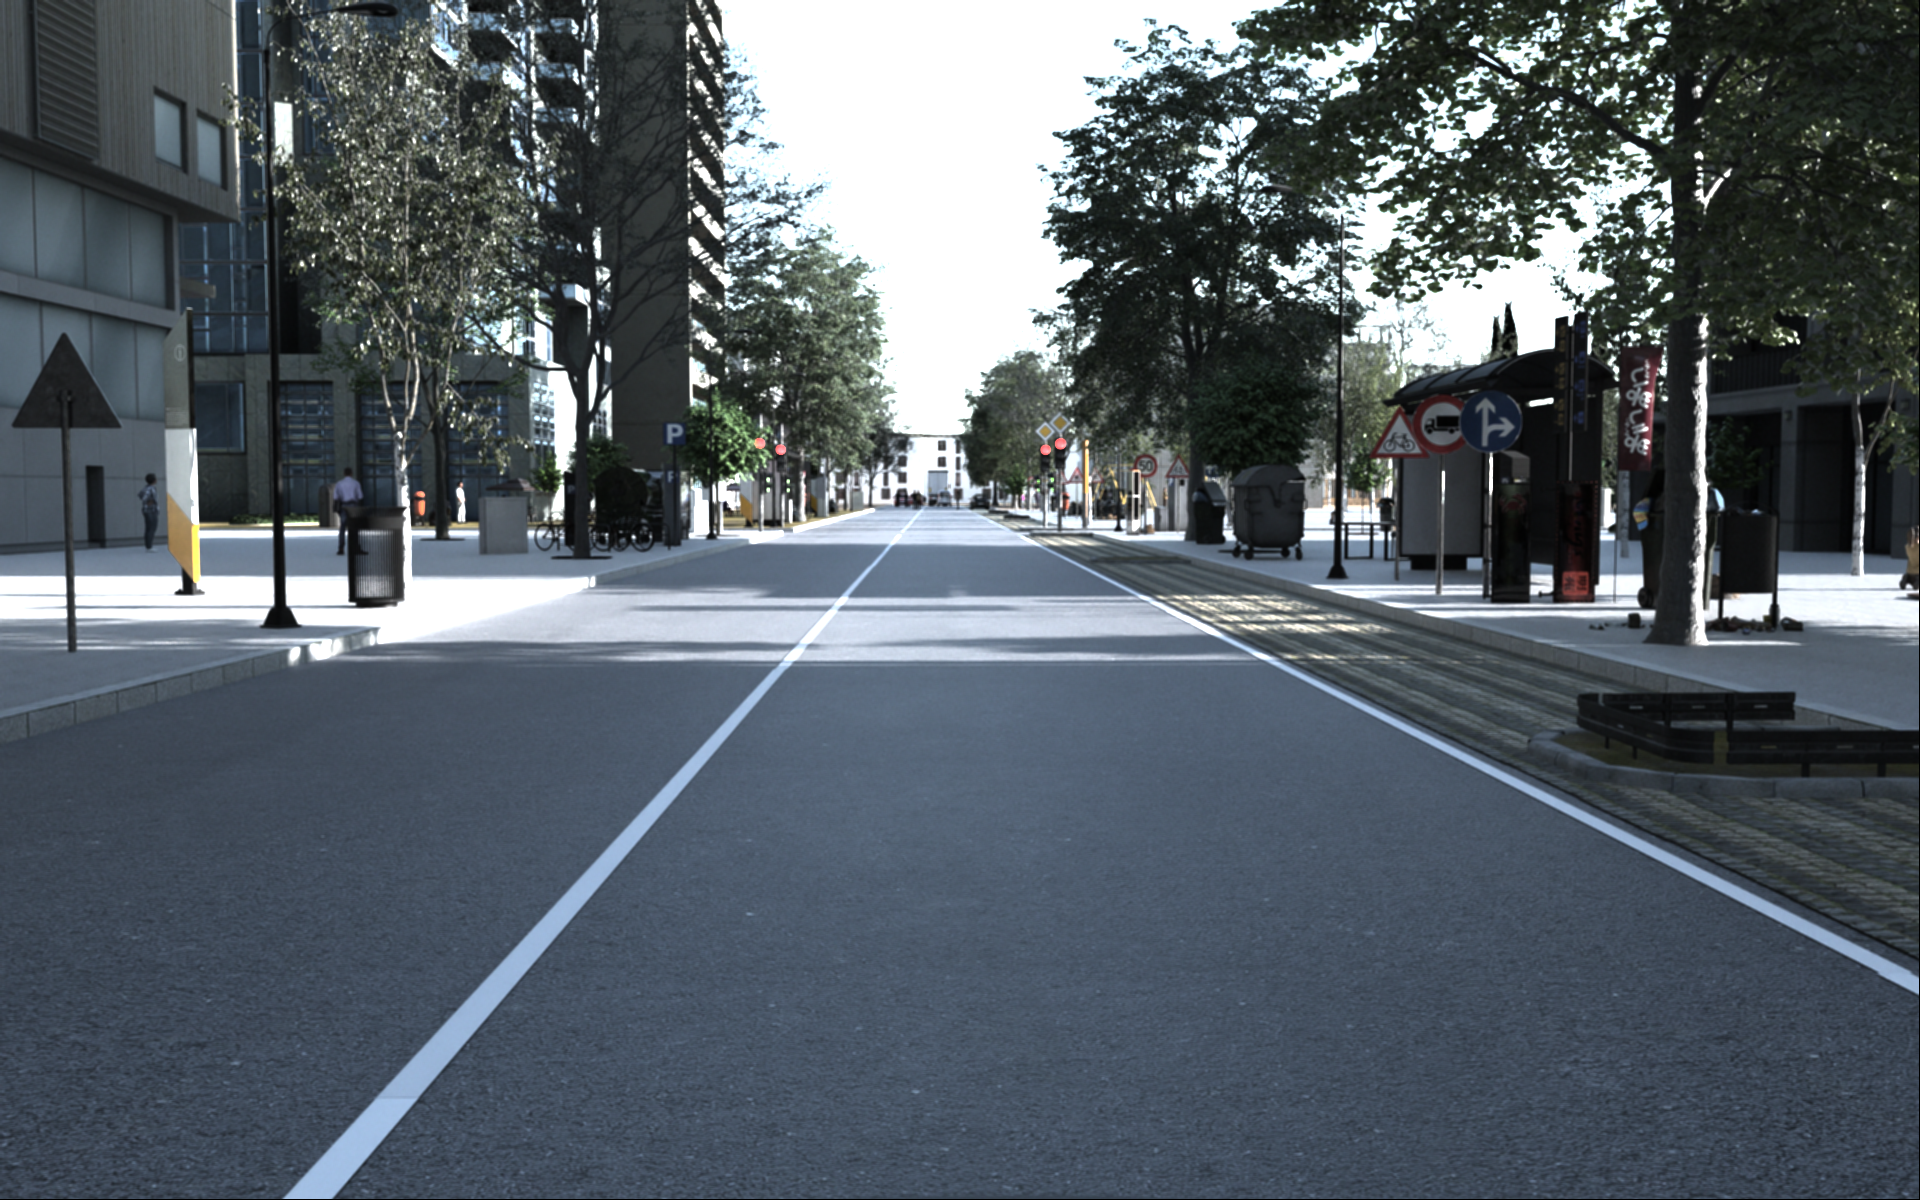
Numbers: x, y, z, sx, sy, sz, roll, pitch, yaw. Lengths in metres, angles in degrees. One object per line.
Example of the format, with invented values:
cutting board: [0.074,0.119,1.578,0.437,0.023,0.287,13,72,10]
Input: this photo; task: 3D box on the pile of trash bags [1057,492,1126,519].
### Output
pile of trash bags: [6.675,-4.801,88.249,3.447,1.369,1.912,0,4,-7]

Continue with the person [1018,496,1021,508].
person: [5.461,-9.334,158.743,0.705,1.812,1.348,-1,4,-18]

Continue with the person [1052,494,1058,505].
person: [11.098,-11.766,198.501,1.350,1.814,0.705,0,4,5]

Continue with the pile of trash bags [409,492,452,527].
pile of trash bags: [-21.085,-3.579,68.265,1.912,1.369,3.447,-1,4,-10]

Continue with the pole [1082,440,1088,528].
pole: [4.759,-4.405,65.871,0.158,3.312,0.155,0,3,0]

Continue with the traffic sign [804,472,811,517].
traffic sign: [-8.603,-5.997,98.051,0.884,2.594,0.081,0,4,1]

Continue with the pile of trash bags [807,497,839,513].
pile of trash bags: [-9.767,-6.552,116.882,1.912,1.369,3.447,2,4,32]

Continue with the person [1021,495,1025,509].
person: [5.440,-8.529,148.707,0.599,1.433,0.991,2,4,28]

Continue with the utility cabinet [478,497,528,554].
utility cabinet: [-9.824,-1.596,37.250,1.020,1.237,0.306,-3,5,-44]

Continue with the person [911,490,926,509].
person: [-3.935,-9.501,163.940,1.348,1.812,0.705,-1,4,-9]

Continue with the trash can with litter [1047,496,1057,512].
trash can with litter: [6.625,-6.958,125.144,0.624,1.170,1.055,1,4,17]

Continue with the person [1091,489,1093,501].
person: [12.049,-9.374,159.759,0.683,1.767,0.568,2,4,34]

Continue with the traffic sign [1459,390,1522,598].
traffic sign: [6.530,-1.303,21.414,0.768,2.556,0.104,0,4,3]

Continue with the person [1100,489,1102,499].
person: [13.119,-9.508,162.175,0.721,1.739,1.217,0,4,7]

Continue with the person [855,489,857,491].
person: [-10.235,-10.066,170.761,0.705,1.807,1.348,1,4,17]

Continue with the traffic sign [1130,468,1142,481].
traffic sign: [8.439,-5.122,83.843,0.768,2.556,0.104,0,4,0]

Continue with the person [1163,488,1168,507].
person: [17.876,-8.855,150.917,0.705,1.812,1.348,0,4,-7]

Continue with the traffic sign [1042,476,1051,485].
traffic sign: [5.727,-7.141,116.481,0.795,2.593,0.064,0,4,5]

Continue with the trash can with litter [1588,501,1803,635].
trash can with litter: [7.109,-0.338,16.579,2.233,1.210,1.678,0,4,3]

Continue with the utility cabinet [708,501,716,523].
utility cabinet: [-11.087,-4.067,77.652,0.306,1.237,1.020,1,4,16]

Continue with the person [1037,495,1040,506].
person: [7.601,-9.669,167.355,0.991,1.433,0.599,-2,4,-35]

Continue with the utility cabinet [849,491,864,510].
utility cabinet: [-8.343,-7.977,139.102,1.173,1.500,0.318,-2,4,-30]

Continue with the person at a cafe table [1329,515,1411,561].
person at a cafe table: [8.509,-1.423,34.132,1.726,1.238,1.698,-2,4,-34]

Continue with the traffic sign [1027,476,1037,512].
traffic sign: [5.090,-7.400,121.102,0.768,2.556,0.104,0,4,8]

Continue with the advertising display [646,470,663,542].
advertising display: [-8.039,-2.504,46.153,0.974,1.923,0.123,-1,4,-20]

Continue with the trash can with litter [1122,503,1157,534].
trash can with litter: [5.817,-2.735,56.104,1.055,1.170,0.624,-2,4,-29]

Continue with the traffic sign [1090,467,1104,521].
traffic sign: [6.339,-4.970,81.256,0.884,2.594,0.081,0,4,5]

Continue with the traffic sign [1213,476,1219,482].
traffic sign: [8.168,-3.394,55.602,0.768,2.556,0.104,0,4,8]

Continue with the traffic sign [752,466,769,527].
traffic sign: [-7.843,-4.131,67.655,0.768,2.556,0.104,0,4,2]

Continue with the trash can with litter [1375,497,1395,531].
trash can with litter: [14.658,-2.941,59.475,0.624,1.170,1.055,2,4,23]

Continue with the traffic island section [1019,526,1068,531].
traffic island section: [3.307,-2.734,66.978,2.009,0.180,2.903,0,4,-1]

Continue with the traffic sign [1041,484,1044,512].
traffic sign: [5.825,-7.561,123.724,0.768,2.556,0.104,1,4,9]

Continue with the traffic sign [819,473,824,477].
traffic sign: [-8.283,-6.260,102.460,0.768,2.556,0.104,0,4,7]

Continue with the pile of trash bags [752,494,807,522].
pile of trash bags: [-8.775,-4.214,78.649,1.912,1.369,3.447,2,4,26]

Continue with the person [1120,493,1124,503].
person: [14.722,-9.080,157.737,0.421,1.427,0.697,1,4,9]

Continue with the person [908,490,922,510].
person: [-4.158,-9.263,159.968,1.348,1.822,0.705,-1,4,-22]

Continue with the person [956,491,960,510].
person: [-0.274,-9.150,158.823,0.721,1.735,1.217,0,4,2]

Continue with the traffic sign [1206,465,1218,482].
traffic sign: [7.870,-3.301,54.075,0.768,2.556,0.104,0,4,1]

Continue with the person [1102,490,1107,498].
person: [13.624,-9.599,164.463,0.593,1.643,0.415,1,4,12]

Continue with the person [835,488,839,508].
person: [-11.626,-9.683,164.360,0.705,1.824,1.348,-1,4,-11]

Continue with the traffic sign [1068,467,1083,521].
traffic sign: [5.658,-5.122,83.749,0.884,2.594,0.081,0,4,6]

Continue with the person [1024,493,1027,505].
person: [7.614,-11.814,202.461,0.557,1.426,1.065,-3,5,-41]

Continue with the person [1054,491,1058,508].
person: [8.847,-9.225,156.743,0.709,1.838,0.599,0,4,-1]

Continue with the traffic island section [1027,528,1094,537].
traffic island section: [3.417,-2.245,58.993,2.009,0.180,2.903,0,4,-1]

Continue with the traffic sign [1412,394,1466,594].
traffic sign: [6.130,-1.344,22.086,0.768,2.556,0.104,0,4,4]

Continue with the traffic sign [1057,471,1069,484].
traffic sign: [5.369,-5.651,92.394,0.884,2.594,0.081,0,4,2]

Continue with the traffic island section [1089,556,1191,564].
traffic island section: [3.730,-0.828,36.409,1.991,0.108,1.994,0,4,-1]

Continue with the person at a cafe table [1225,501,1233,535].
person at a cafe table: [9.114,-2.787,54.084,1.622,1.524,1.698,-1,4,-12]

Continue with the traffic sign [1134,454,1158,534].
traffic sign: [5.892,-3.357,54.991,0.768,2.556,0.104,0,4,5]

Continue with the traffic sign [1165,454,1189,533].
traffic sign: [7.116,-3.452,56.448,0.884,2.594,0.081,0,4,1]

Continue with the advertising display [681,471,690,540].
advertising display: [-7.789,-2.655,48.623,0.123,1.923,0.974,1,4,10]

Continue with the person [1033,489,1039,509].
person: [6.340,-8.501,145.480,0.568,1.767,0.683,-1,4,-16]

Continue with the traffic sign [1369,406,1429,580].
traffic sign: [6.500,-1.571,25.697,0.884,2.594,0.081,0,4,3]

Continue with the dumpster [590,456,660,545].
dumpster: [-8.632,-2.577,44.620,1.502,2.255,1.985,0,4,-1]

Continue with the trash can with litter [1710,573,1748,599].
trash can with litter: [9.286,-0.621,21.543,0.624,1.170,1.055,-2,4,-33]

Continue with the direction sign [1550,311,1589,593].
direction sign: [7.696,-1.829,21.903,0.379,3.537,0.876,0,4,-7]

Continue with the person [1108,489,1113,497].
person: [14.687,-9.950,169.395,0.551,1.740,0.621,1,4,21]

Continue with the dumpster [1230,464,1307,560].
dumpster: [6.109,-1.744,34.274,1.264,1.857,1.865,0,4,-1]

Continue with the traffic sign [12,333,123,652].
traffic sign: [-7.216,-0.856,14.006,0.884,2.594,0.081,0,4,0]
